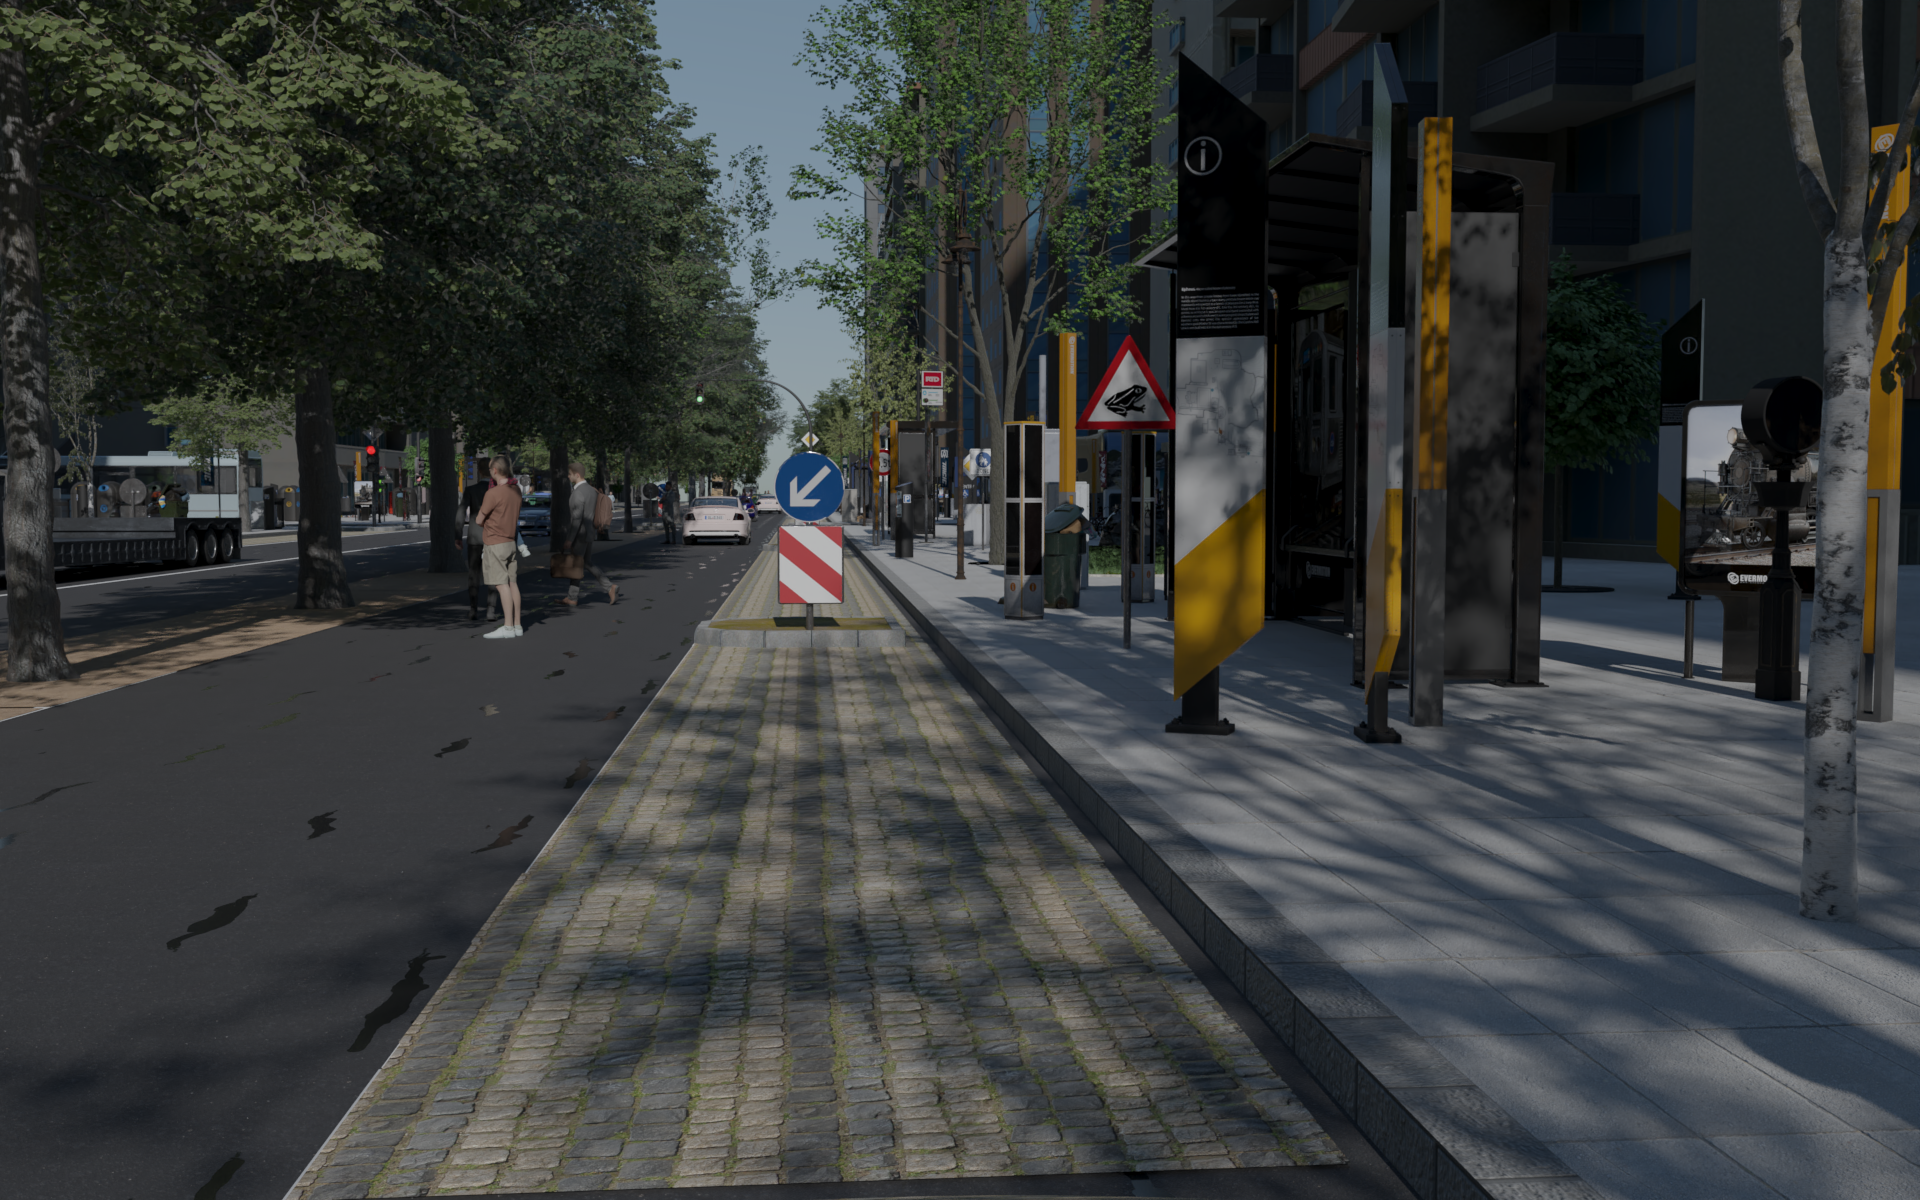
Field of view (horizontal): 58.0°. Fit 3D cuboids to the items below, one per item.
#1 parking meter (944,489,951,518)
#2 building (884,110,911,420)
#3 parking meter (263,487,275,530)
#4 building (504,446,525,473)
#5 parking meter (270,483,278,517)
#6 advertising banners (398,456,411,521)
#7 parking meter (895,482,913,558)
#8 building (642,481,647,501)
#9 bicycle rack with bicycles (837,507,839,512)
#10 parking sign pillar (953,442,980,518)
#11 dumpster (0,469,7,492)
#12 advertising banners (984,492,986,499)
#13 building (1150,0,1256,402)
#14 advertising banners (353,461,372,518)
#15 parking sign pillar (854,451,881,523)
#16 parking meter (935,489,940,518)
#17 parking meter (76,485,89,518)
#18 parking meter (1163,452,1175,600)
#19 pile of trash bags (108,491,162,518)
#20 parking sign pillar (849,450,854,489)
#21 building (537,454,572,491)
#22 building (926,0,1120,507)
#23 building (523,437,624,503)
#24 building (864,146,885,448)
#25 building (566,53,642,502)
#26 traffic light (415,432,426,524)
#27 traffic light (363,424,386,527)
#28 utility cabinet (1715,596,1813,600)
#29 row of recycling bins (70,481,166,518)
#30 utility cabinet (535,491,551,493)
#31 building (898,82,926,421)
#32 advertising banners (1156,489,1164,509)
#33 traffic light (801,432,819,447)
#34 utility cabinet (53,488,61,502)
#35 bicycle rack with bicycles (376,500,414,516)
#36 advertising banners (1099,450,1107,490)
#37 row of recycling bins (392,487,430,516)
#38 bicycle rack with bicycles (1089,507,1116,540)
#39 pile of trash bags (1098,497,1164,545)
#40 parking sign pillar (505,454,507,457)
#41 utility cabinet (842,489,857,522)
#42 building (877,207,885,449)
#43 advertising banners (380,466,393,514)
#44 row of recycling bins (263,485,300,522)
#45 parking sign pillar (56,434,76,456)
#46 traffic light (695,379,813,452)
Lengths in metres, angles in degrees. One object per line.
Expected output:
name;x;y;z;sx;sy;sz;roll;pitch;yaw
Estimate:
parking meter;-0.680;-5.177;93.058;0.372;1.533;0.369;0;3;0
building;2.068;-35.792;208.906;21.300;48.544;21.600;0;4;-5
parking meter;-24.655;-3.264;61.780;0.372;1.533;0.369;0;3;0
building;-47.652;-28.876;155.716;14.154;41.232;14.086;0;4;-5
parking meter;-37.567;-5.459;94.970;0.399;1.863;0.255;-3;5;-43
advertising banners;-26.203;-5.228;81.668;0.090;3.025;2.074;0;4;-4
parking meter;-1.126;-1.623;34.944;0.372;1.533;0.369;0;3;0
building;-61.154;-37.497;296.677;14.154;41.232;14.086;0;4;-5
bicycle rack with bicycles;-8.185;-6.848;125.342;2.852;0.926;2.925;-1;4;-17
parking sign pillar;0.355;-6.210;90.000;1.447;3.967;1.447;2;4;24
dumpster;-22.521;-2.156;41.003;1.264;1.857;1.865;0;4;-5
advertising banners;2.819;-8.445;134.264;2.074;3.025;0.090;-1;4;-20
building;21.854;-28.892;96.080;21.600;48.544;21.300;0;4;-5
advertising banners;-31.558;-5.826;91.436;0.090;3.025;2.074;0;4;5
parking sign pillar;-3.779;-5.418;77.053;1.447;3.967;1.447;-1;4;-10
parking meter;-1.309;-5.290;94.902;0.372;1.533;0.369;0;3;0
parking meter;-24.867;-2.494;49.188;0.372;1.533;0.369;0;3;0
parking meter;2.651;-0.923;20.799;0.255;1.863;0.399;-2;4;-35
pile of trash bags;-25.046;-2.663;53.296;1.912;1.369;3.447;-1;4;-10
parking sign pillar;-6.180;-7.253;107.064;1.447;3.967;1.447;-1;4;-18
building;-52.469;-31.493;198.512;14.154;41.232;14.086;0;4;-5
building;4.548;-30.255;144.783;14.600;45.320;14.200;0;4;-5
building;-60.681;-36.648;253.822;22.147;44.769;28.867;0;4;-5
building;-5.865;-46.163;296.767;21.231;58.520;28.212;0;4;-5
building;-62.202;-51.349;277.810;20.563;71.187;20.611;0;4;-5
traffic light;-21.423;-6.167;75.499;4.771;5.953;1.251;0;4;-5
traffic light;-22.786;-4.795;67.325;0.839;4.253;0.868;0;4;-5
utility cabinet;9.773;-0.745;20.860;1.173;1.500;0.318;1;4;14
row of recycling bins;-27.077;-2.987;55.948;3.534;1.692;1.069;1;4;11
utility cabinet;-31.331;-7.431;130.169;1.173;1.500;0.318;-3;5;-39
building;4.767;-32.376;183.975;22.147;44.769;28.867;0;4;-5
advertising banners;5.657;-3.286;49.913;0.090;3.025;2.074;-1;4;-12
traffic light;-6.656;-5.375;76.797;0.839;4.253;0.868;0;4;-5
utility cabinet;-34.816;-3.492;65.778;1.173;1.500;0.318;-1;4;-20
bicycle rack with bicycles;-32.733;-5.262;99.415;2.852;0.926;2.925;0;4;4
advertising banners;6.170;-4.458;69.072;0.090;3.025;2.074;-2;4;-34
row of recycling bins;-33.217;-5.988;105.019;1.069;1.692;3.534;1;4;12
bicycle rack with bicycles;4.011;-2.186;49.120;2.925;0.926;2.852;-1;4;-14
pile of trash bags;4.738;-2.009;42.593;1.912;1.369;3.447;2;4;26
parking sign pillar;-30.881;-7.924;118.024;1.447;3.967;1.447;-2;4;-24
utility cabinet;-4.978;-4.225;77.757;0.318;1.500;1.173;-2;4;-25
building;-1.352;-39.656;267.984;23.786;49.044;30.456;0;4;-5
advertising banners;-35.793;-6.902;109.029;2.074;3.025;0.090;2;4;34
row of recycling bins;-33.845;-4.692;83.834;3.534;1.692;1.069;1;4;10
parking sign pillar;-39.698;-5.388;76.572;1.447;3.967;1.447;1;4;13
traffic light;-8.019;-5.740;68.516;4.771;5.953;1.251;0;4;-5
